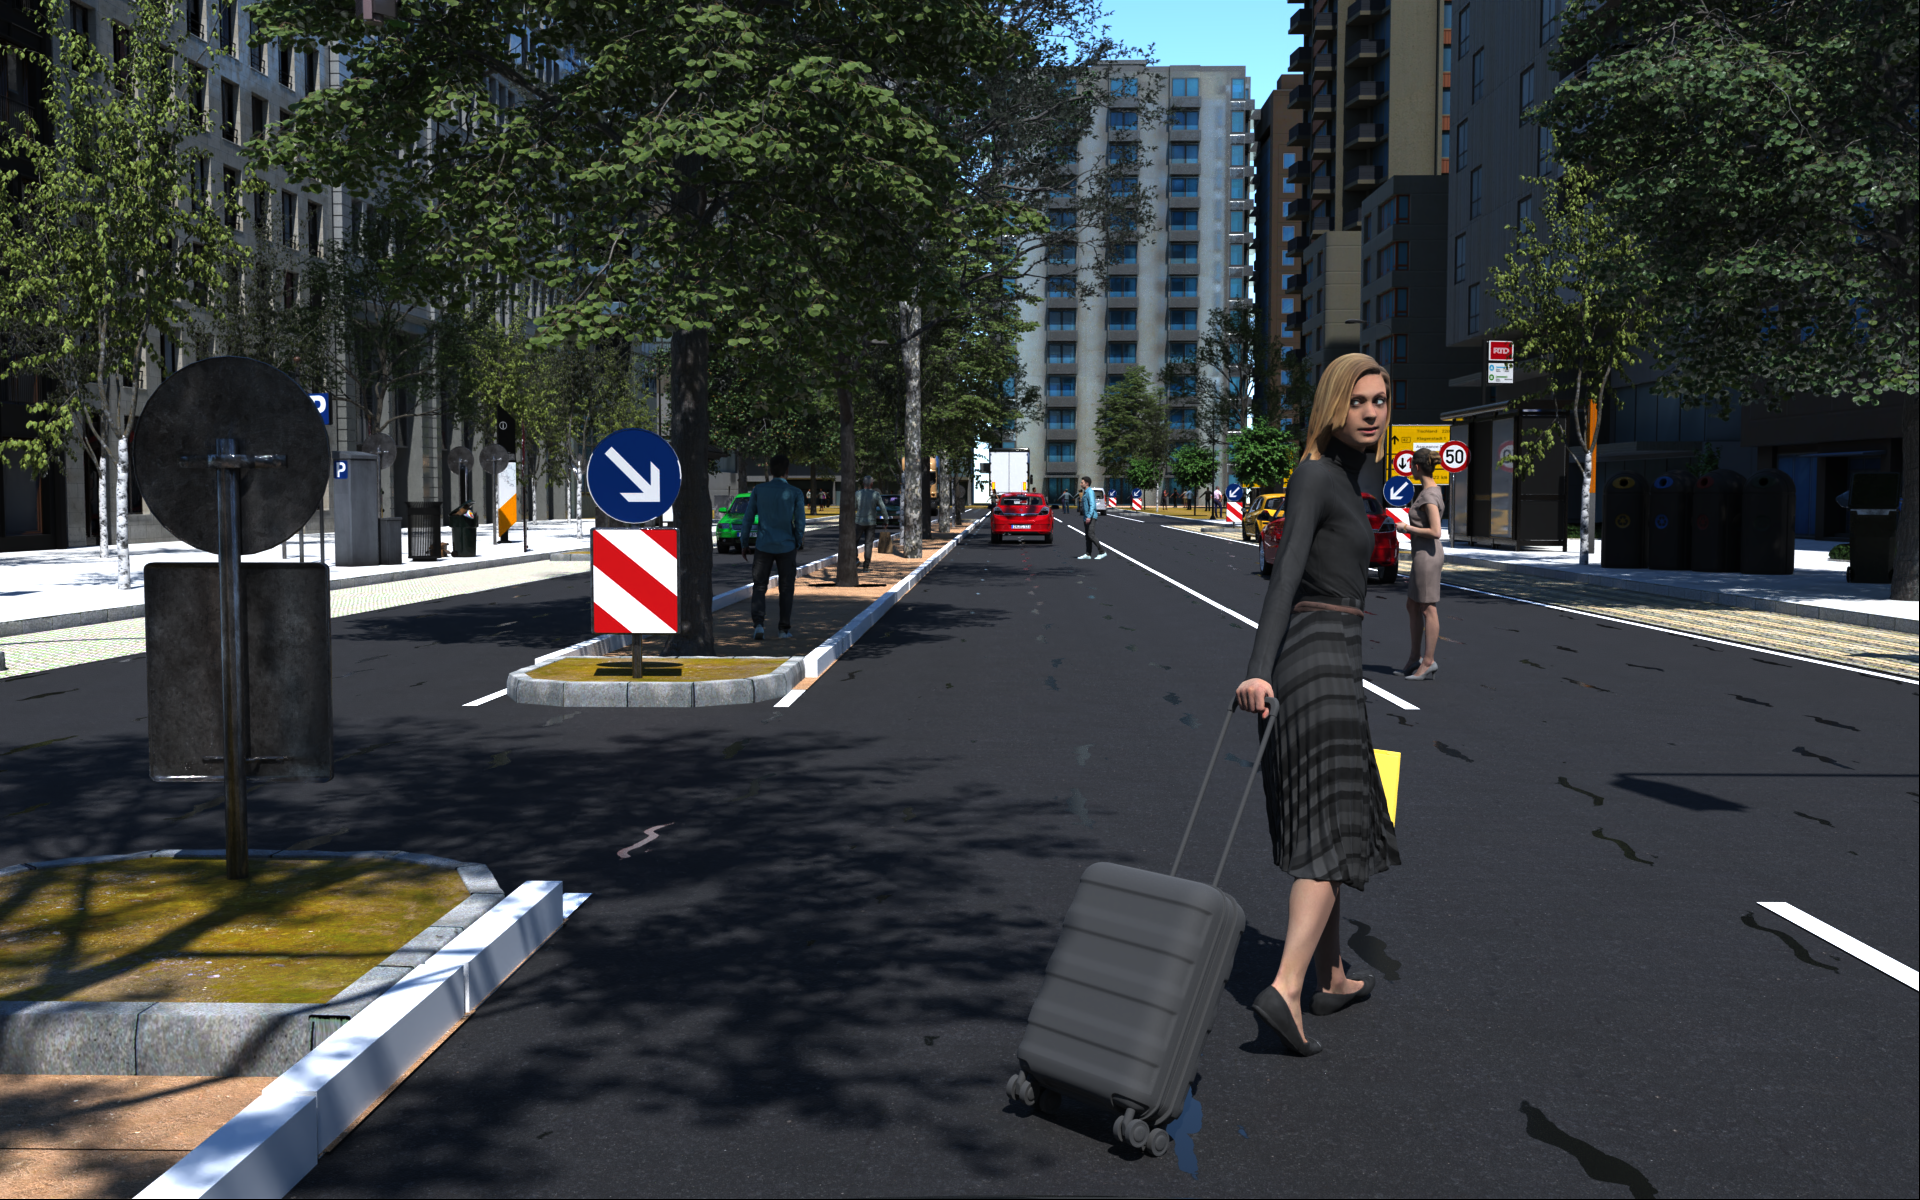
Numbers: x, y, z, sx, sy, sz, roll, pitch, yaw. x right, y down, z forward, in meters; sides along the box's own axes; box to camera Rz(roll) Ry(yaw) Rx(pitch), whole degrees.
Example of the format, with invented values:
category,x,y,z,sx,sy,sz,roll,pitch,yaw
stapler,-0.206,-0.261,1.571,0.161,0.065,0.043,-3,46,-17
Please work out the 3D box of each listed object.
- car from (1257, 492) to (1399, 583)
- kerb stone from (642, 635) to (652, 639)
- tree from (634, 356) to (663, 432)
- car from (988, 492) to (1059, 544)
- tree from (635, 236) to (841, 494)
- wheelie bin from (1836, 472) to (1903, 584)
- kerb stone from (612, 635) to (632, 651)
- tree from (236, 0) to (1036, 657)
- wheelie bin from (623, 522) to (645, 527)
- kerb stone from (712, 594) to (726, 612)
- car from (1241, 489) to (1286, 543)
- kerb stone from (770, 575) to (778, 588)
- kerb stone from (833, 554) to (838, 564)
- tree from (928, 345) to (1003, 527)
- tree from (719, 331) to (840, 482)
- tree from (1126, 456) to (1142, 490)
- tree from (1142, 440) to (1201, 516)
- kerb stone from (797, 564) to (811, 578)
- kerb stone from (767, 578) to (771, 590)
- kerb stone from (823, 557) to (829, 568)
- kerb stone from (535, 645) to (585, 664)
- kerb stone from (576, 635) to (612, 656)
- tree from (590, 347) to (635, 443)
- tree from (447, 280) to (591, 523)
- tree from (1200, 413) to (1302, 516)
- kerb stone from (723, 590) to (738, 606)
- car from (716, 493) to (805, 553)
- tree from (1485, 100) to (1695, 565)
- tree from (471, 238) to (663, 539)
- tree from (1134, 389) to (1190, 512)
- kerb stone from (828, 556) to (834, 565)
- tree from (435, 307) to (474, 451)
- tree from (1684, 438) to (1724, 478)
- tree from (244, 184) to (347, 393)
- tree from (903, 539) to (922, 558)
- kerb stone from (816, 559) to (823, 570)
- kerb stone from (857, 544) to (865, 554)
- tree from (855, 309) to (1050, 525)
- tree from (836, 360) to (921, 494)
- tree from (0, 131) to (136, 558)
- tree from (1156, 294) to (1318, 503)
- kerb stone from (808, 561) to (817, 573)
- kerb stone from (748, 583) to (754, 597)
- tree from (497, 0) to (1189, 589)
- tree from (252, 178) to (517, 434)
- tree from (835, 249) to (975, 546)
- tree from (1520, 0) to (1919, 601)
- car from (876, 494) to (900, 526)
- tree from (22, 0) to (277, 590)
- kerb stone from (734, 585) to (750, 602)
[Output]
category,x,y,z,sx,sy,sz,roll,pitch,yaw
car,6.190,-1.245,29.400,2.155,1.783,4.494,0,4,2
kerb stone,-3.167,0.316,17.085,0.120,0.150,1.000,0,4,2
tree,-16.763,-8.284,85.807,4.737,8.622,4.395,0,3,0
car,1.870,-2.592,51.412,2.155,1.783,4.494,0,4,4
tree,-9.620,-9.752,76.452,9.611,12.733,9.660,0,3,0
wheelie bin,13.206,-1.049,25.064,0.980,1.594,0.693,2,4,33
kerb stone,-3.190,0.376,16.053,0.120,0.150,1.000,0,4,2
tree,-2.417,-5.775,14.998,7.486,12.596,7.792,0,3,0
wheelie bin,-10.561,-2.956,56.245,0.980,1.594,0.693,-2,4,-35
kerb stone,-3.039,0.067,21.175,0.120,0.150,1.000,0,4,2
car,9.470,-2.535,51.666,2.015,1.641,3.980,0,4,1
kerb stone,-2.900,-0.248,26.308,0.120,0.150,1.000,0,4,2
kerb stone,-2.631,-0.815,35.518,0.120,0.150,1.000,0,4,2
tree,-0.238,-7.391,73.664,4.737,8.622,4.395,0,3,0
tree,-9.844,-9.284,86.198,7.601,10.594,8.767,0,4,-8
tree,14.625,-9.366,136.844,4.285,4.588,4.351,0,3,0
tree,13.789,-7.239,102.075,4.285,4.588,4.351,0,3,0
kerb stone,-2.778,-0.501,30.408,0.120,0.150,1.000,0,4,2
kerb stone,-2.919,-0.189,25.286,0.120,0.150,1.000,0,4,2
kerb stone,-2.692,-0.689,33.475,0.120,0.150,1.000,0,4,2
kerb stone,-3.240,0.504,14.004,0.120,0.150,1.000,0,4,2
kerb stone,-3.218,0.441,15.031,0.120,0.150,1.000,0,4,2
tree,-17.469,-7.689,76.082,4.737,8.622,4.395,0,3,0
tree,-15.426,-6.656,59.193,4.737,8.622,4.395,0,3,0
tree,12.252,-5.320,70.700,4.285,4.588,4.351,0,3,0
kerb stone,-3.015,0.003,22.199,0.120,0.150,1.000,0,4,2
car,-4.954,-2.110,43.301,1.959,1.807,4.718,0,4,1
tree,11.424,-4.960,31.451,4.737,8.622,4.395,0,3,0
tree,-10.767,-6.054,49.338,4.360,8.622,3.978,0,3,0
tree,14.124,-10.522,122.391,4.360,8.622,3.978,0,3,0
kerb stone,-2.663,-0.747,34.497,0.120,0.150,1.000,0,4,2
tree,-17.317,-6.976,64.417,4.360,8.622,3.978,0,3,0
tree,25.278,-3.899,58.351,1.663,3.219,1.824,0,3,0
tree,-17.040,-5.594,41.825,4.360,8.622,3.978,0,3,0
tree,-2.237,-11.036,38.785,12.611,20.169,13.585,0,3,0
kerb stone,-2.726,-0.627,32.452,0.120,0.150,1.000,0,4,2
kerb stone,-2.427,-1.254,42.698,0.120,0.150,1.000,0,4,2
tree,-0.028,-8.745,79.858,8.767,10.594,7.601,0,4,2
tree,-6.992,-15.039,152.542,9.857,13.997,8.962,0,3,0
tree,-17.455,-5.152,34.601,4.360,8.622,3.978,0,3,0
tree,13.613,-8.923,80.306,8.767,10.594,7.601,-1,4,-20
kerb stone,-2.748,-0.561,31.430,0.120,0.150,1.000,0,4,2
kerb stone,-2.949,-0.126,24.260,0.120,0.150,1.000,0,4,2
tree,-1.708,-6.930,26.129,12.009,13.543,11.850,0,3,0
tree,-17.052,-7.105,50.587,7.601,10.594,8.767,1,4,9
tree,-1.597,-5.803,47.692,4.360,8.622,3.978,0,3,0
tree,11.513,-6.966,20.547,9.857,13.997,8.962,0,3,0
car,-3.001,-3.848,72.709,2.009,1.686,4.222,0,4,0
tree,-11.338,-4.459,23.273,4.737,8.622,4.395,0,3,0
kerb stone,-2.985,-0.063,23.227,0.120,0.150,1.000,0,4,2
